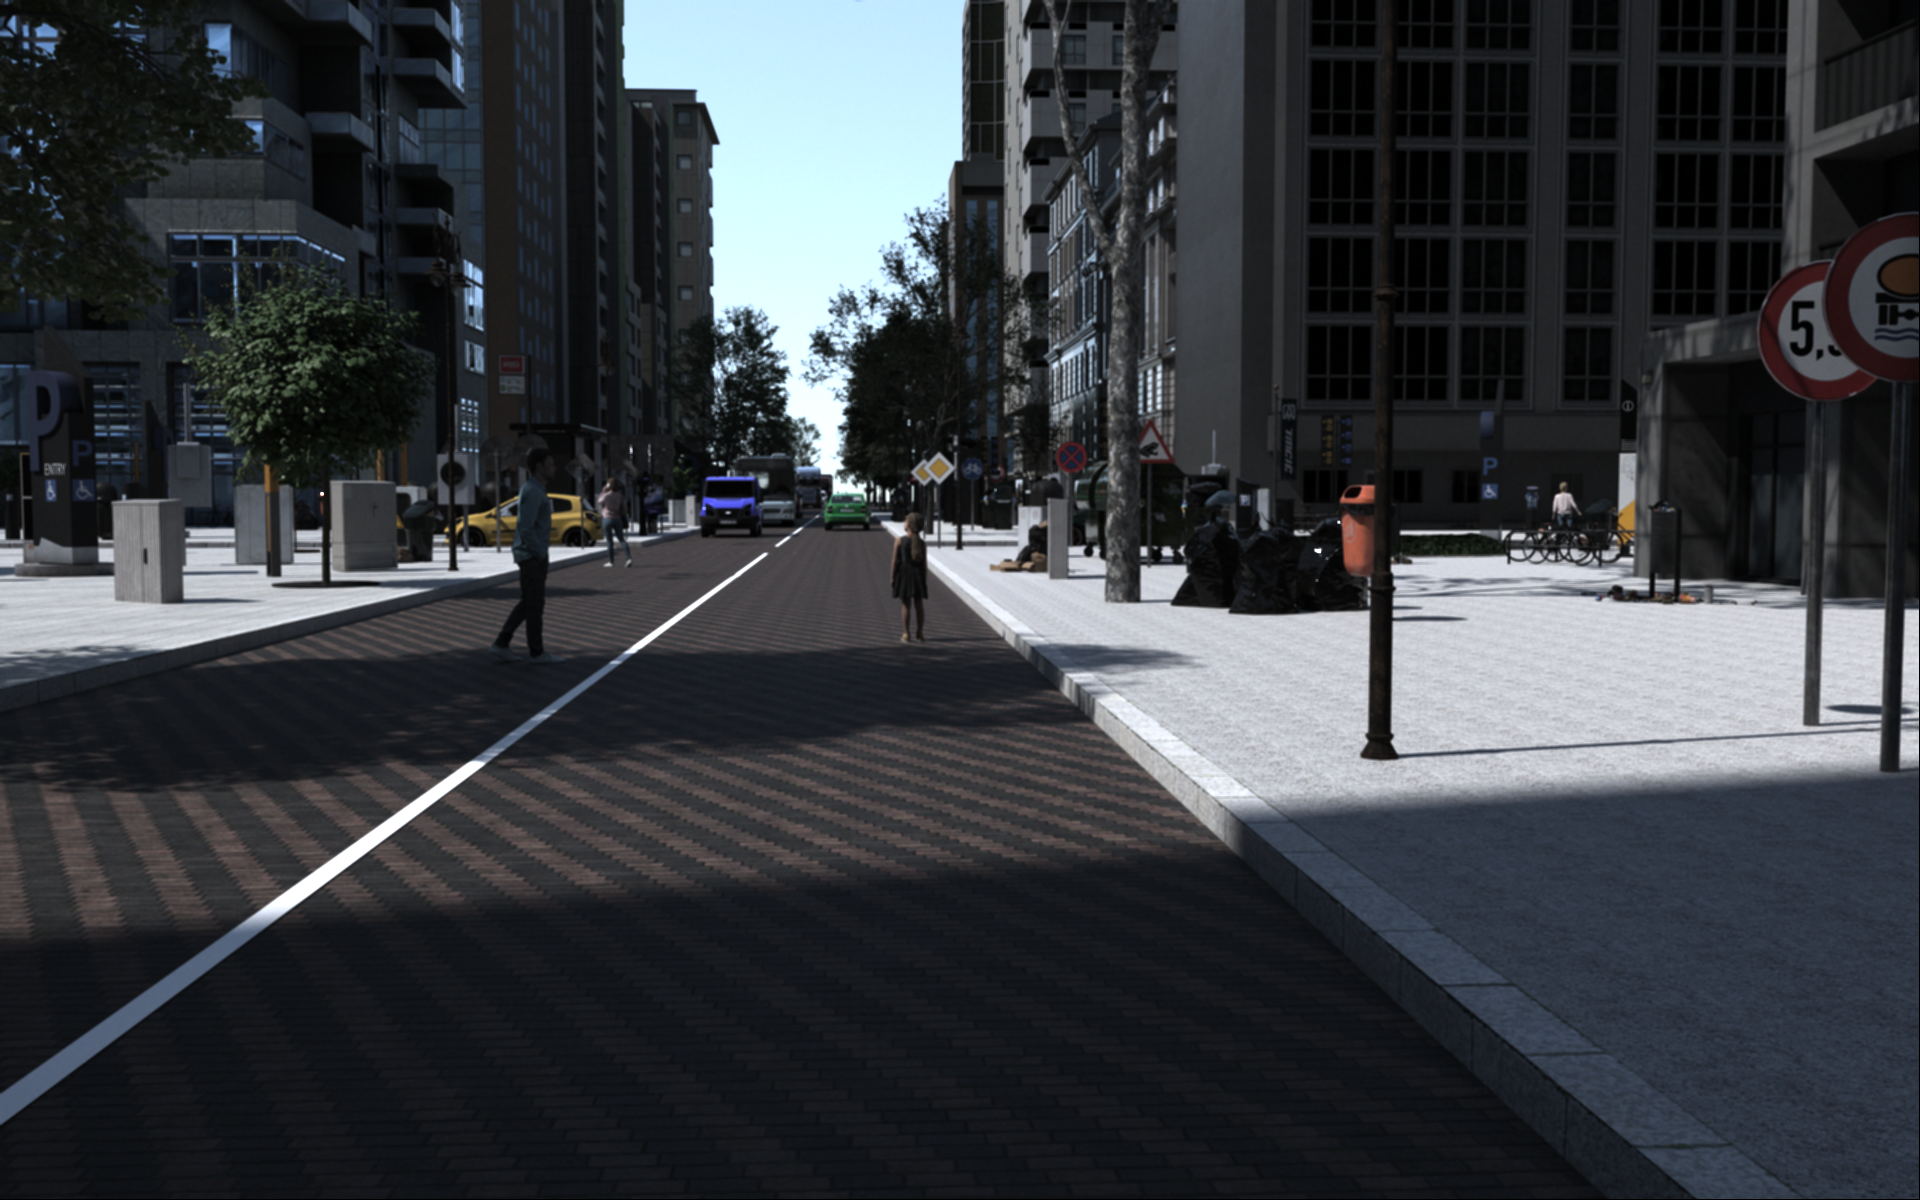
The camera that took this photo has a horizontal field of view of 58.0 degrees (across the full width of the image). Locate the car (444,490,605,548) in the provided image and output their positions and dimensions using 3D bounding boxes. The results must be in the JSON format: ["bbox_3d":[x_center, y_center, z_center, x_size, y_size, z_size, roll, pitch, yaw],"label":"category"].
[{"bbox_3d":[-11.045,-2.066,44.007,3.980,1.641,2.015,0,4,-5],"label":"car"}]

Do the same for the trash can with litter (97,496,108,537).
[{"bbox_3d":[-26.050,-2.530,52.420,1.678,1.210,2.233,-2,4,-32],"label":"trash can with litter"}]

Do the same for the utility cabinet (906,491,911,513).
[{"bbox_3d":[-3.369,-6.095,108.330,0.318,1.500,1.173,1,4,13],"label":"utility cabinet"}]

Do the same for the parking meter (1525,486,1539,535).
[{"bbox_3d":[17.865,-2.794,54.094,0.372,1.533,0.369,0,3,0],"label":"parking meter"}]

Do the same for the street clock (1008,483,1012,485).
[{"bbox_3d":[3.108,-6.426,109.642,0.358,2.002,0.471,-1,4,-23],"label":"street clock"}]

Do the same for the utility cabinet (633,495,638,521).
[{"bbox_3d":[-15.460,-4.365,82.525,0.306,1.237,1.020,-1,4,-18],"label":"utility cabinet"}]

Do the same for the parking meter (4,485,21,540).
[{"bbox_3d":[-26.752,-2.475,48.885,0.372,1.533,0.369,0,3,0],"label":"parking meter"}]

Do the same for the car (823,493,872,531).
[{"bbox_3d":[-4.506,-3.704,69.356,1.959,1.807,4.718,0,4,-3],"label":"car"}]

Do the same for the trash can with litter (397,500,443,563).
[{"bbox_3d":[-10.269,-1.295,32.565,0.624,1.170,1.055,1,4,20],"label":"trash can with litter"}]

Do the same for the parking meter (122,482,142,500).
[{"bbox_3d":[-17.805,-1.765,37.271,0.372,1.533,0.369,0,3,0],"label":"parking meter"}]

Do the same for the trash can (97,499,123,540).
[{"bbox_3d":[-23.814,-2.256,48.533,0.748,1.137,0.748,0,3,0],"label":"trash can"}]

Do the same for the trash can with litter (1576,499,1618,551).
[{"bbox_3d":[14.464,-1.711,39.362,0.624,1.170,1.055,3,5,43],"label":"trash can with litter"}]

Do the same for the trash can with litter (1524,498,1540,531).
[{"bbox_3d":[19.582,-2.931,58.984,1.678,1.210,2.233,0,4,-3],"label":"trash can with litter"}]

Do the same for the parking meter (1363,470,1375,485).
[{"bbox_3d":[9.894,-2.205,41.768,0.255,1.863,0.399,0,4,-4],"label":"parking meter"}]

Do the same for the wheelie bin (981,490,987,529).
[{"bbox_3d":[1.119,-3.471,64.663,0.693,1.594,0.980,0,4,1],"label":"wheelie bin"}]

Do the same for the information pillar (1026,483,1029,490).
[{"bbox_3d":[4.501,-6.954,118.195,0.304,2.012,0.304,2,4,25],"label":"information pillar"}]

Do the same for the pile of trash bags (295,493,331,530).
[{"bbox_3d":[-23.196,-3.249,62.874,1.912,1.369,3.447,-1,4,-14],"label":"pile of trash bags"}]

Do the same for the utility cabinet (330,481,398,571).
[{"bbox_3d":[-9.949,-1.241,28.964,0.318,1.500,1.173,2,4,27],"label":"utility cabinet"}]

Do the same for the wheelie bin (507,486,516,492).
[{"bbox_3d":[-18.364,-3.804,70.103,0.980,1.594,0.693,1,4,9],"label":"wheelie bin"}]

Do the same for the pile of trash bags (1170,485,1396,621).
[{"bbox_3d":[3.717,-0.558,18.883,1.912,1.369,3.447,-1,4,-17],"label":"pile of trash bags"}]

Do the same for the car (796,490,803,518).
[{"bbox_3d":[-10.549,-5.833,104.048,2.281,1.827,5.304,0,4,-2],"label":"car"}]

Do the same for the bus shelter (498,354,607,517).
[{"bbox_3d":[-12.362,-4.589,52.658,2.179,5.291,8.768,0,4,-4],"label":"bus shelter"}]

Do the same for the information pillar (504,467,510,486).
[{"bbox_3d":[-22.511,-5.799,86.176,0.183,3.616,0.504,1,4,12],"label":"information pillar"}]

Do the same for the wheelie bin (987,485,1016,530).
[{"bbox_3d":[1.537,-3.326,62.288,0.980,1.594,0.693,0,4,1],"label":"wheelie bin"}]

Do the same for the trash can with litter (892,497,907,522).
[{"bbox_3d":[-2.558,-4.105,78.506,1.055,1.170,0.624,1,4,20],"label":"trash can with litter"}]

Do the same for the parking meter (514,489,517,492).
[{"bbox_3d":[-22.283,-4.830,87.384,0.372,1.533,0.369,0,3,0],"label":"parking meter"}]

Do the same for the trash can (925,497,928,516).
[{"bbox_3d":[-2.188,-5.404,100.011,0.748,1.137,0.748,0,3,0],"label":"trash can"}]

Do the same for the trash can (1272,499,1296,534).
[{"bbox_3d":[9.884,-2.519,52.847,0.748,1.137,0.748,0,3,0],"label":"trash can"}]

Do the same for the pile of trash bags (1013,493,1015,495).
[{"bbox_3d":[2.358,-6.858,121.886,3.447,1.369,1.912,0,4,3],"label":"pile of trash bags"}]

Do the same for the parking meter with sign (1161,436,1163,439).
[{"bbox_3d":[5.155,-3.385,51.604,1.738,3.016,0.543,-2,4,-29],"label":"parking meter with sign"}]

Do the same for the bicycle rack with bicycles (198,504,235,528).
[{"bbox_3d":[-27.344,-3.202,65.735,2.852,0.926,2.925,1,4,15],"label":"bicycle rack with bicycles"}]

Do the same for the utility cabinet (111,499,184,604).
[{"bbox_3d":[-9.649,-0.575,20.561,1.020,1.237,0.306,2,4,34],"label":"utility cabinet"}]

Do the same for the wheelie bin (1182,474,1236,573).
[{"bbox_3d":[4.016,-1.229,28.002,0.980,1.594,0.693,1,4,23],"label":"wheelie bin"}]

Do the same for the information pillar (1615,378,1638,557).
[{"bbox_3d":[13.571,-2.671,35.022,0.504,3.616,0.183,2,4,26],"label":"information pillar"}]

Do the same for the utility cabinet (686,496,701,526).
[{"bbox_3d":[-10.755,-3.588,69.818,0.306,1.237,1.020,-2,4,-29],"label":"utility cabinet"}]

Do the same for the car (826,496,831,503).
[{"bbox_3d":[-9.988,-8.100,142.216,2.009,1.686,4.222,0,4,-3],"label":"car"}]

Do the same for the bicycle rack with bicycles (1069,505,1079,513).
[{"bbox_3d":[4.563,-4.131,80.924,2.925,0.926,2.852,0,4,5],"label":"bicycle rack with bicycles"}]

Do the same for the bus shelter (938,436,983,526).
[{"bbox_3d":[-0.015,-4.993,72.922,1.731,3.624,6.357,0,4,-4],"label":"bus shelter"}]

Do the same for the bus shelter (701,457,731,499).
[{"bbox_3d":[-15.966,-7.446,113.031,1.731,3.624,6.357,0,4,-4],"label":"bus shelter"}]

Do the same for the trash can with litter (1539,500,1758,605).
[{"bbox_3d":[8.415,-0.608,20.995,1.678,1.210,2.233,-1,4,-11],"label":"trash can with litter"}]

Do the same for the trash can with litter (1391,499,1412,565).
[{"bbox_3d":[7.426,-1.275,31.901,2.233,1.210,1.678,0,4,-4],"label":"trash can with litter"}]

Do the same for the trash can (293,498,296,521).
[{"bbox_3d":[-22.145,-2.764,56.839,0.748,1.137,0.748,0,3,0],"label":"trash can"}]

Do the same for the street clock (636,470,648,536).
[{"bbox_3d":[-9.742,-2.974,53.189,0.358,2.002,0.471,1,4,9],"label":"street clock"}]

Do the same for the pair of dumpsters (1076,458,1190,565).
[{"bbox_3d":[3.281,-1.878,33.204,1.574,2.255,4.437,0,4,-4],"label":"pair of dumpsters"}]

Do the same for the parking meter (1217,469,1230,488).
[{"bbox_3d":[6.000,-2.067,39.512,0.255,1.863,0.399,1,4,15],"label":"parking meter"}]

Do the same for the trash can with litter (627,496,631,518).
[{"bbox_3d":[-17.229,-4.947,92.273,1.055,1.170,0.624,2,4,30],"label":"trash can with litter"}]

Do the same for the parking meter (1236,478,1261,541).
[{"bbox_3d":[4.424,-1.113,26.614,0.372,1.533,0.369,0,3,0],"label":"parking meter"}]

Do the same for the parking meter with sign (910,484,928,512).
[{"bbox_3d":[-2.067,-6.850,108.262,1.738,3.016,0.543,1,4,10],"label":"parking meter with sign"}]

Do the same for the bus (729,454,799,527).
[{"bbox_3d":[-8.784,-5.146,78.996,2.948,3.499,13.247,0,4,-5],"label":"bus"}]

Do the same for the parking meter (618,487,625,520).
[{"bbox_3d":[-15.676,-4.564,80.329,0.399,1.863,0.255,1,4,18],"label":"parking meter"}]

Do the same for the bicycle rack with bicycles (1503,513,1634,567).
[{"bbox_3d":[11.294,-1.132,31.892,2.852,0.926,2.925,-3,5,-42],"label":"bicycle rack with bicycles"}]

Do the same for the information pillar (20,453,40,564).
[{"bbox_3d":[-16.649,-1.631,31.157,0.304,2.012,0.304,0,4,3],"label":"information pillar"}]

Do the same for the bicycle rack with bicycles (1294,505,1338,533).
[{"bbox_3d":[11.442,-2.636,56.481,2.852,0.926,2.925,-3,5,-44],"label":"bicycle rack with bicycles"}]

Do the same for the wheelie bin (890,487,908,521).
[{"bbox_3d":[-2.896,-4.579,82.781,0.693,1.594,0.980,-3,4,-36],"label":"wheelie bin"}]

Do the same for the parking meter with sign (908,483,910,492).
[{"bbox_3d":[-3.769,-7.811,123.964,1.738,3.016,0.543,0,4,4],"label":"parking meter with sign"}]

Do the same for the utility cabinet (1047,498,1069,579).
[{"bbox_3d":[1.509,-0.942,26.561,0.306,1.237,1.020,0,4,1],"label":"utility cabinet"}]

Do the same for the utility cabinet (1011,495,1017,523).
[{"bbox_3d":[2.597,-4.057,77.500,1.020,1.237,0.306,-2,4,-23],"label":"utility cabinet"}]

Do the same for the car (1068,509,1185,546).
[{"bbox_3d":[3.982,-2.119,44.429,4.222,1.686,2.009,0,4,-2],"label":"car"}]

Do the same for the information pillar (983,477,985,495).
[{"bbox_3d":[0.937,-4.302,74.825,0.304,2.012,0.304,0,4,4],"label":"information pillar"}]
